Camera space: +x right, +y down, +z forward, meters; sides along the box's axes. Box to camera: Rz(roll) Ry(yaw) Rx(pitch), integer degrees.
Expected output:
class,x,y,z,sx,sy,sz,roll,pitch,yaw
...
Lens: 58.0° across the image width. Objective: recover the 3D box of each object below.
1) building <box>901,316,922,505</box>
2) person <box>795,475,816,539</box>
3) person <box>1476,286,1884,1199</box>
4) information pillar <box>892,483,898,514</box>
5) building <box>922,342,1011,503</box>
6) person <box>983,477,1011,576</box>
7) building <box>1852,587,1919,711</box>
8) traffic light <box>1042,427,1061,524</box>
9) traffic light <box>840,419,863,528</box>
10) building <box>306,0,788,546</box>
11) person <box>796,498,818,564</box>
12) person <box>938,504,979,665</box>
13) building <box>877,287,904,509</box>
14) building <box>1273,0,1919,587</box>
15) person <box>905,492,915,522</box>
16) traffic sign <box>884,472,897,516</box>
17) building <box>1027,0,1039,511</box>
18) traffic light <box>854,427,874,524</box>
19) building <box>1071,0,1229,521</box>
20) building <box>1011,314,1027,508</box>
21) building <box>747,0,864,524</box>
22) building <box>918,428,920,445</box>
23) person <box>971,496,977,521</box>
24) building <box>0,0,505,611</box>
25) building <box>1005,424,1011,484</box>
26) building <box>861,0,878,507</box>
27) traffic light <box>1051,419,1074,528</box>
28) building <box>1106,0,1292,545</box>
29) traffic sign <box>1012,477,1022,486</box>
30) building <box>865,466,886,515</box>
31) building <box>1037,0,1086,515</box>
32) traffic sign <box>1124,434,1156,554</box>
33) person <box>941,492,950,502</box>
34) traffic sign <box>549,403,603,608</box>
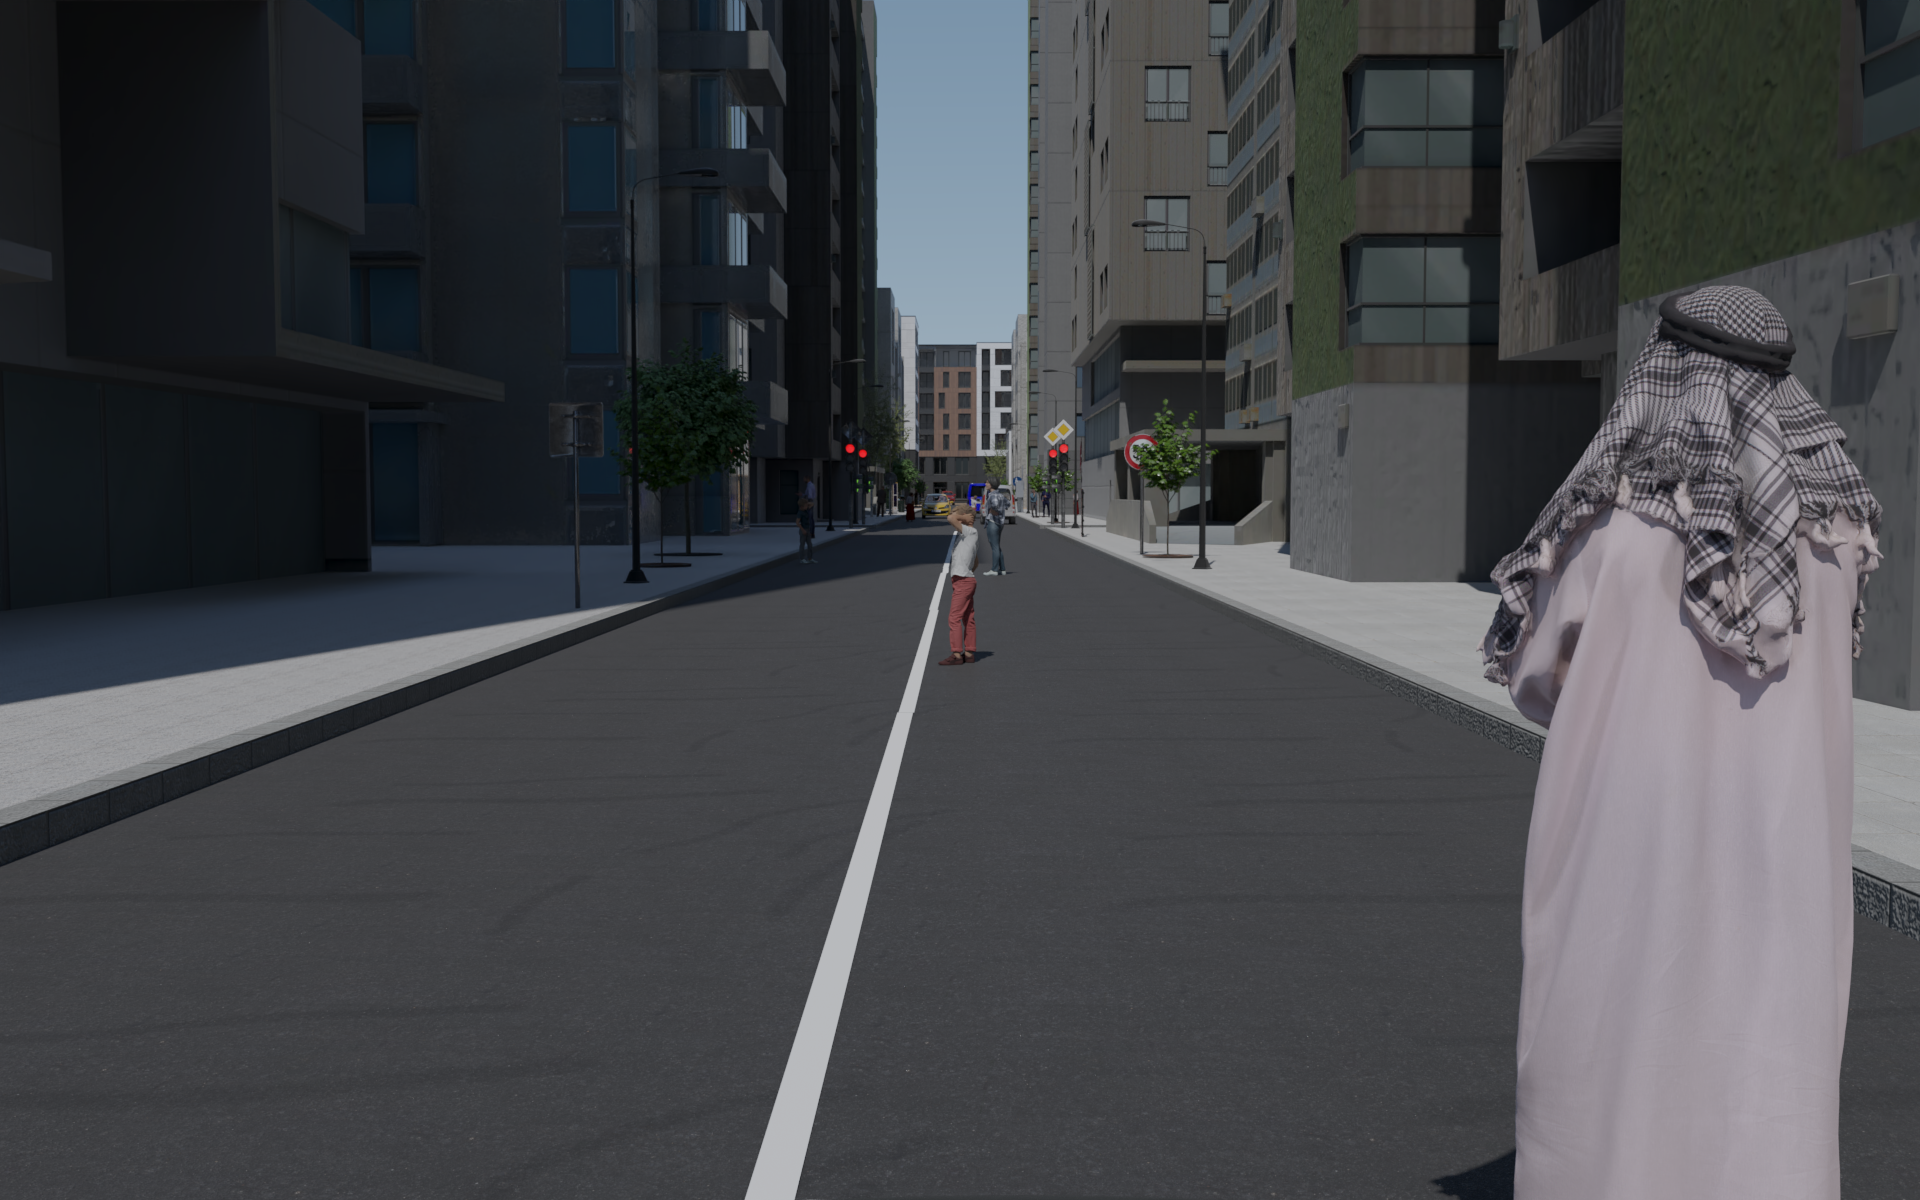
class,x,y,z,sx,sy,sz,roll,pitch,yaw
building,-19.048,-21.544,196.218,27.936,21.610,32.646,0,4,0
person,-4.457,-2.684,49.793,0.599,1.838,0.709,0,4,4
person,1.096,0.401,2.617,0.551,1.740,0.621,-1,4,-13
information pillar,-4.222,-6.585,112.154,0.304,2.012,0.304,-1,4,-15
building,0.108,-24.633,246.730,32.646,21.610,27.936,0,4,0
person,0.632,-1.302,30.504,0.376,1.734,0.841,1,4,23
building,12.660,-14.950,16.137,14.160,30.474,14.107,0,4,0
traffic light,3.887,-5.141,72.982,0.839,4.253,0.868,0,4,0
traffic light,-4.082,-4.654,65.009,0.839,4.253,0.868,0,4,0
building,-20.971,-26.425,51.650,30.456,49.044,23.786,0,4,0
person,-3.161,-1.430,35.783,0.340,1.345,0.435,1,4,17
person,-0.011,-0.137,14.645,0.340,1.345,0.435,0,4,1
building,-14.230,-18.208,164.153,16.747,18.905,31.486,0,4,0
building,12.723,-15.862,31.042,14.160,30.474,14.107,0,4,0
person,-2.586,-4.833,89.981,0.523,1.526,0.387,0,4,5
traffic sign,-4.076,-6.203,101.530,0.768,2.556,0.104,0,4,8
building,12.420,-27.954,140.636,14.154,41.232,14.086,0,4,0
traffic light,-4.054,-5.142,72.994,0.839,4.253,0.868,0,4,0
building,19.303,-30.363,85.667,27.495,52.752,28.713,0,4,0
building,14.083,-19.100,178.749,16.747,18.905,31.486,0,4,0
building,-11.904,-18.854,79.959,14.160,30.474,14.107,0,4,0
building,-19.199,-16.945,219.202,28.070,9.664,9.099,0,4,0
person,0.729,-4.890,92.358,0.435,1.345,0.340,2,4,26
building,-20.881,-25.946,13.450,28.713,52.752,27.495,0,4,0
building,10.326,-16.307,208.766,9.099,9.664,28.070,0,4,0
building,-13.973,-27.867,139.222,14.154,41.232,14.086,0,4,0
traffic light,3.859,-4.653,64.997,0.839,4.253,0.868,0,4,0
building,21.035,-21.933,50.478,32.217,40.220,23.993,0,4,0
traffic sign,4.182,-7.674,125.575,0.768,2.556,0.104,0,4,4
building,-21.267,-25.713,112.289,32.217,40.220,23.993,0,4,0
building,15.883,-35.281,118.837,21.231,58.520,28.212,0,4,0
traffic sign,3.870,-2.244,36.794,0.768,2.556,0.104,0,4,4
person,-1.196,-6.748,120.789,0.963,1.587,0.435,-1,4,-18
traffic sign,-4.295,-1.056,19.402,0.606,2.300,0.079,0,4,4
